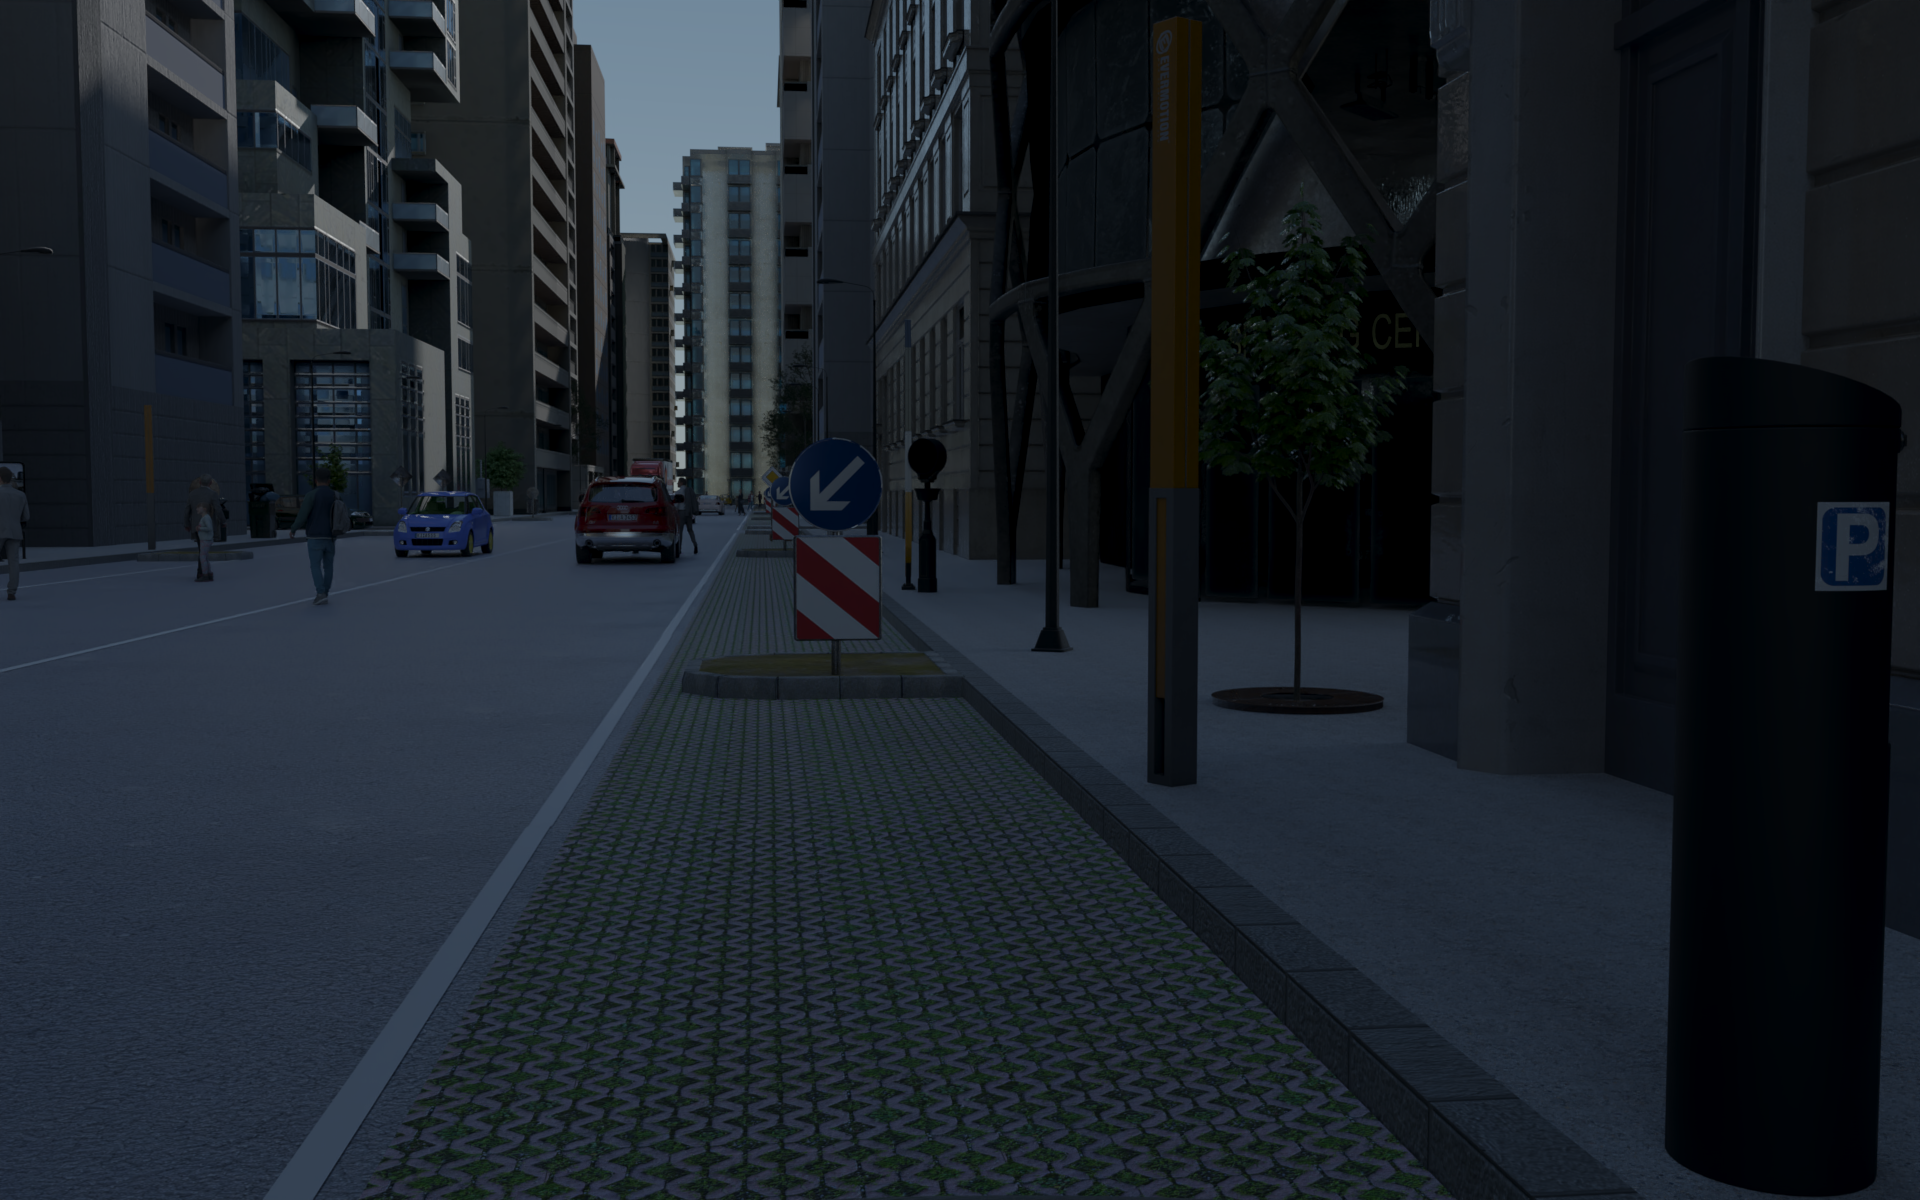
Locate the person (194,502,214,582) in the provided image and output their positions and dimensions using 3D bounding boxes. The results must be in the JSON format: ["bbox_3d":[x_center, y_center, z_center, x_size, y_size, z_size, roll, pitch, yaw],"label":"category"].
[{"bbox_3d":[-12.362,-0.950,28.313,0.425,1.301,0.394,3,5,39],"label":"person"}]

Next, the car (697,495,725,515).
[{"bbox_3d":[-17.037,-6.454,117.887,2.083,1.381,4.827,0,4,-5],"label":"car"}]

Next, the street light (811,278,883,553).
[{"bbox_3d":[-2.388,-3.972,37.485,1.470,5.913,1.316,0,4,-7],"label":"street light"}]

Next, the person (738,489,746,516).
[{"bbox_3d":[-14.605,-6.521,115.544,0.576,1.772,0.534,2,4,32],"label":"person"}]

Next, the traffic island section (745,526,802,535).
[{"bbox_3d":[-6.685,-2.433,62.060,2.009,0.180,2.903,0,4,-7],"label":"traffic island section"}]

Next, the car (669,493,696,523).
[{"bbox_3d":[-13.693,-4.540,83.269,2.155,1.783,4.494,0,4,-5],"label":"car"}]

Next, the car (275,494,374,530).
[{"bbox_3d":[-23.805,-3.297,63.698,4.222,1.686,2.009,0,4,-7],"label":"car"}]

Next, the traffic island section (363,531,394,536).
[{"bbox_3d":[-19.543,-2.344,60.598,2.009,0.180,2.903,0,4,-7],"label":"traffic island section"}]

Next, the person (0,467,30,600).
[{"bbox_3d":[-12.956,-0.900,23.413,0.583,1.804,0.606,2,4,31],"label":"person"}]

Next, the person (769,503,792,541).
[{"bbox_3d":[-5.351,-2.662,52.124,0.778,1.811,0.616,-3,5,-40],"label":"person"}]

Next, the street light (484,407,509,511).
[{"bbox_3d":[-24.646,-7.305,91.985,1.470,5.913,1.316,0,4,-7],"label":"street light"}]

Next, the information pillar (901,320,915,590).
[{"bbox_3d":[-0.692,-1.943,23.115,0.183,3.616,0.504,0,4,-2],"label":"information pillar"}]

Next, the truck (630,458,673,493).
[{"bbox_3d":[-24.600,-9.124,138.088,2.839,4.237,11.283,0,4,-5],"label":"truck"}]

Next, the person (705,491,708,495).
[{"bbox_3d":[-28.237,-11.273,193.369,0.434,1.755,0.990,-2,4,-28],"label":"person"}]

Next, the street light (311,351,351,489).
[{"bbox_3d":[-20.421,-5.117,56.212,1.470,5.913,1.316,0,4,-7],"label":"street light"}]

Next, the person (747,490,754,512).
[{"bbox_3d":[-16.860,-7.971,139.666,0.563,1.720,0.643,-3,4,-36],"label":"person"}]

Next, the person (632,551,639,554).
[{"bbox_3d":[-7.868,-2.033,41.868,0.709,1.813,0.853,-3,4,-37],"label":"person"}]

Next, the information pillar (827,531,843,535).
[{"bbox_3d":[-3.320,-2.536,45.958,0.304,2.012,0.304,2,4,32],"label":"information pillar"}]

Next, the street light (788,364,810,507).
[{"bbox_3d":[-5.301,-5.475,62.056,1.470,5.913,1.316,0,4,-7],"label":"street light"}]

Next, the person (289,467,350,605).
[{"bbox_3d":[-8.331,-0.843,22.636,0.721,1.781,0.623,2,4,31],"label":"person"}]

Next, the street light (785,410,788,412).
[{"bbox_3d":[-6.460,-6.110,72.439,1.470,5.913,1.316,0,4,-7],"label":"street light"}]

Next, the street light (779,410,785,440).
[{"bbox_3d":[-9.131,-7.549,95.962,1.470,5.913,1.316,0,4,-7],"label":"street light"}]

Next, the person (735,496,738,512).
[{"bbox_3d":[-17.712,-7.636,137.616,0.475,1.303,0.640,2,4,28],"label":"person"}]

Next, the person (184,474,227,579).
[{"bbox_3d":[-12.839,-1.262,29.531,0.661,1.777,0.834,0,4,1],"label":"person"}]

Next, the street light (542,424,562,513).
[{"bbox_3d":[-27.232,-8.745,115.518,1.470,5.913,1.316,0,4,-7],"label":"street light"}]

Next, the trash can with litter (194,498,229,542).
[{"bbox_3d":[-20.082,-2.135,46.290,1.055,1.170,0.624,1,4,16],"label":"trash can with litter"}]

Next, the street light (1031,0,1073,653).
[{"bbox_3d":[0.217,-2.533,13.954,1.470,5.913,1.316,0,4,-7],"label":"street light"}]

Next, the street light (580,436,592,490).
[{"bbox_3d":[-30.007,-10.202,139.345,1.470,5.913,1.316,0,4,-7],"label":"street light"}]

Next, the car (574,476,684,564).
[{"bbox_3d":[-7.100,-1.750,37.278,2.281,1.827,5.304,0,4,-7],"label":"car"}]

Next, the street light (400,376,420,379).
[{"bbox_3d":[-21.900,-5.847,68.144,1.470,5.913,1.316,0,4,-7],"label":"street light"}]

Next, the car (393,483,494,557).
[{"bbox_3d":[-12.070,-1.894,40.550,1.945,1.707,3.694,0,4,-5],"label":"car"}]

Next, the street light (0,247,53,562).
[{"bbox_3d":[-17.773,-3.679,32.686,1.470,5.913,1.316,0,4,-7],"label":"street light"}]

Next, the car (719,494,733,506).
[{"bbox_3d":[-29.000,-12.457,213.887,2.015,1.641,3.980,0,4,-6],"label":"car"}]

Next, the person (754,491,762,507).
[{"bbox_3d":[-22.186,-11.107,190.622,0.750,1.759,0.617,-2,4,-31],"label":"person"}]

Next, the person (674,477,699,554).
[{"bbox_3d":[-6.555,-2.011,41.487,0.679,1.850,0.850,-3,5,-44],"label":"person"}]

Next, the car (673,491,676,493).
[{"bbox_3d":[-33.084,-11.864,202.649,2.281,1.827,5.304,0,4,-6],"label":"car"}]
